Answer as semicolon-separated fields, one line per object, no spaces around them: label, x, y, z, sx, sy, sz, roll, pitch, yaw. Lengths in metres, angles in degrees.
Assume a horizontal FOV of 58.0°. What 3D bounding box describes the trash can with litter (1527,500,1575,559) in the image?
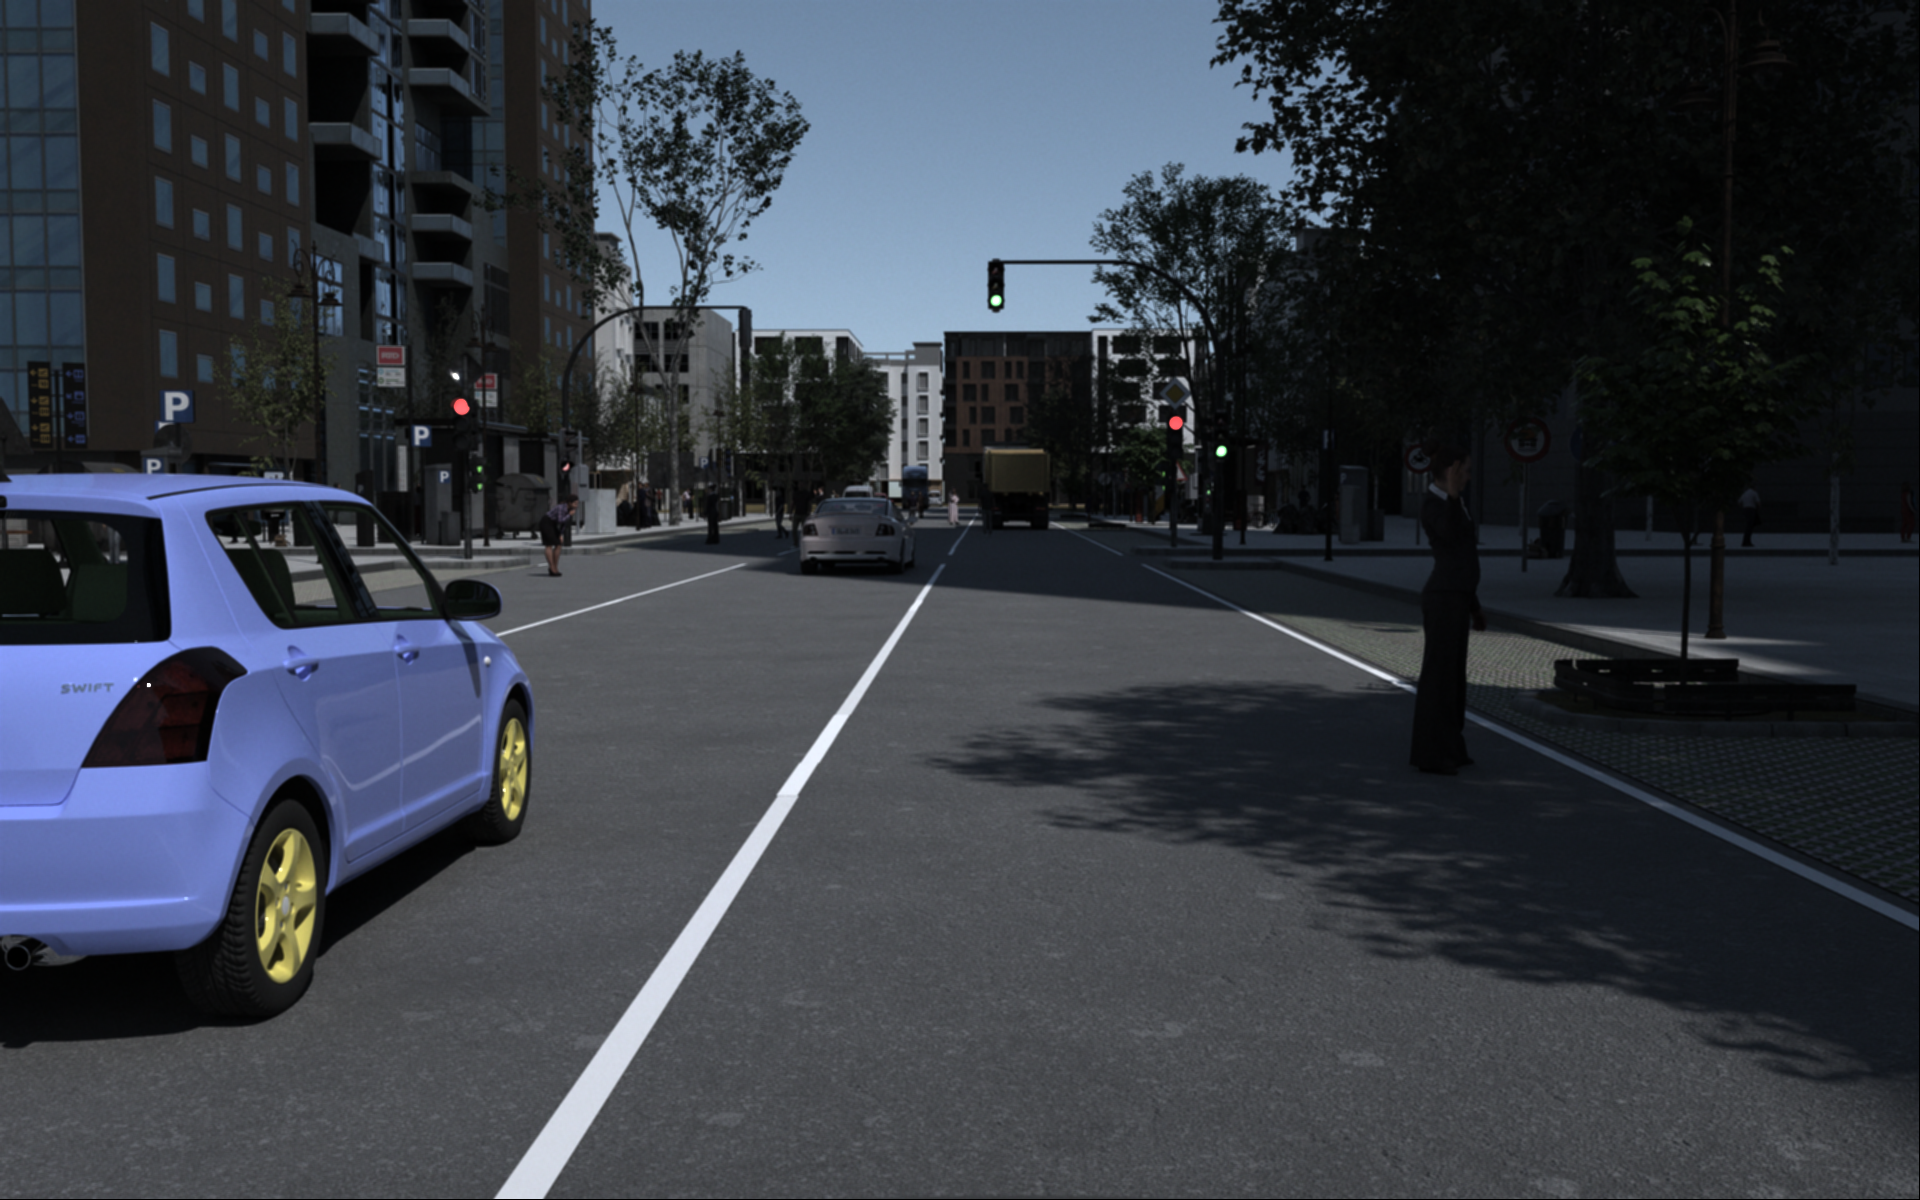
trash can with litter;11.663;-1.402;34.311;1.055;1.170;0.624;-3;5;-43

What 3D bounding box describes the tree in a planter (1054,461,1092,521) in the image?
tree in a planter;6.099;-5.910;93.857;1.991;3.239;1.994;0;4;1

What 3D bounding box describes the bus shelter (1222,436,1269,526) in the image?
bus shelter;11.621;-4.965;72.460;1.731;3.624;6.357;0;4;1

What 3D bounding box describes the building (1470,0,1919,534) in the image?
building;35.906;-31.930;64.056;28.212;58.520;21.231;0;4;1

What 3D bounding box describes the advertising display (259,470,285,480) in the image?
advertising display;-18.382;-2.515;46.341;0.123;1.923;0.974;1;4;12

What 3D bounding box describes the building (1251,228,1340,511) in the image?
building;30.775;-16.650;128.651;16.016;20.091;11.380;0;4;1

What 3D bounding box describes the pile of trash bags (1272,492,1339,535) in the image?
pile of trash bags;11.405;-2.760;54.875;1.912;1.369;3.447;-1;4;-20

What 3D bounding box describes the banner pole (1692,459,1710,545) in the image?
banner pole;18.547;-3.253;43.198;0.401;3.779;0.863;-1;4;-16

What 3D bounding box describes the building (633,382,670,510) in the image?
building;-28.590;-12.346;143.998;9.099;9.664;28.070;0;4;1

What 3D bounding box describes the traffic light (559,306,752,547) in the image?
traffic light;-7.435;-4.117;41.987;4.771;5.953;1.251;0;4;1

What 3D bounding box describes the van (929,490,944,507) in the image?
van;-2.805;-11.344;192.490;2.013;2.044;4.112;0;4;1

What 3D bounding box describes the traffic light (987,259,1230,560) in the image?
traffic light;2.918;-3.608;33.659;4.771;5.953;1.251;0;4;1

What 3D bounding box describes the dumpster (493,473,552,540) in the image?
dumpster;-12.383;-2.646;49.025;1.264;1.857;1.865;0;4;1

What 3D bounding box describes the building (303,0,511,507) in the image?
building;-35.761;-47.172;83.932;22.319;86.520;31.000;0;4;1

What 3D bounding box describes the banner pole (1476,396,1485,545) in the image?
banner pole;13.260;-3.321;44.307;0.401;3.779;0.863;1;4;15

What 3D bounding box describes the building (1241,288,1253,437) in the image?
building;31.170;-17.365;140.343;16.016;20.091;11.380;0;4;1

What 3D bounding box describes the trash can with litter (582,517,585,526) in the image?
trash can with litter;-15.426;-3.586;70.021;0.624;1.170;1.055;0;4;1

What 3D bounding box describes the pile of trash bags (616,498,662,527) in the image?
pile of trash bags;-13.269;-3.580;68.281;1.912;1.369;3.447;1;4;18

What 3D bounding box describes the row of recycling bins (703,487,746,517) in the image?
row of recycling bins;-13.511;-5.639;99.306;1.069;1.692;3.534;-3;5;-44

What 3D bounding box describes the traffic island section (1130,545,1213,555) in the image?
traffic island section;5.191;-1.198;41.861;2.009;0.180;2.903;0;4;1

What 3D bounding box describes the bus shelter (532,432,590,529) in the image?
bus shelter;-14.933;-5.040;60.033;2.179;5.291;8.768;0;4;1

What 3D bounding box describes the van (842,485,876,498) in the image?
van;-4.879;-4.656;83.137;2.013;2.044;4.112;0;4;1

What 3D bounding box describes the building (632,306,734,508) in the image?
building;-39.430;-18.658;171.519;31.486;18.905;16.747;0;4;1

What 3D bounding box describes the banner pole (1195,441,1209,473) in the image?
banner pole;11.506;-5.641;82.240;0.863;3.779;0.401;-1;4;-12

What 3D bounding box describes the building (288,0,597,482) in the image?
building;-31.313;-27.985;107.673;14.600;45.320;14.200;0;4;1

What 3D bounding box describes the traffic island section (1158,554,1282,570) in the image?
traffic island section;5.051;-0.709;33.877;2.009;0.180;2.903;0;4;1

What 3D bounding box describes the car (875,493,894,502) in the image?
car;-4.767;-5.371;96.849;2.155;1.783;4.494;0;4;0

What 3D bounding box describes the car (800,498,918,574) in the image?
car;-1.869;-1.226;32.409;2.083;1.381;4.827;0;4;3

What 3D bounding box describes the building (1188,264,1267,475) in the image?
building;37.593;-19.461;162.160;27.936;21.610;32.646;0;4;1

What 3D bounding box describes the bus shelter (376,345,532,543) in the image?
bus shelter;-14.547;-4.384;49.305;2.179;5.291;8.768;0;4;1

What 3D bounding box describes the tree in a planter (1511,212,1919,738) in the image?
tree in a planter;4.650;-0.844;11.029;1.991;3.239;1.994;0;4;1

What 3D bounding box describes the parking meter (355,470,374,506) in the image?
parking meter;-14.408;-2.215;41.923;0.399;1.863;0.255;2;4;29

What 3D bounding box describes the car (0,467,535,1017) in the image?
car;-2.674;0.217;6.049;1.945;1.707;3.694;0;3;0

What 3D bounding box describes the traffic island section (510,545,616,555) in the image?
traffic island section;-9.568;-1.214;42.124;2.009;0.180;2.903;0;4;1

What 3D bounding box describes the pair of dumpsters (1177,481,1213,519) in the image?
pair of dumpsters;11.614;-5.091;85.733;1.574;2.255;4.437;0;4;1

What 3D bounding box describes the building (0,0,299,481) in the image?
building;-33.293;-25.218;62.432;14.600;45.320;14.200;0;4;1

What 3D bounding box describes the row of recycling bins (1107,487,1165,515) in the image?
row of recycling bins;10.688;-6.006;105.306;3.534;1.692;1.069;0;4;-7

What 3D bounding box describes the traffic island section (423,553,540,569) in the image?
traffic island section;-9.708;-0.725;34.140;2.009;0.180;2.903;0;4;1

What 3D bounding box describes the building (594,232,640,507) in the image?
building;-31.713;-16.332;123.441;16.016;20.091;11.380;0;4;1

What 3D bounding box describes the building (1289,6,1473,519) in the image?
building;33.087;-48.076;98.719;22.319;86.520;31.000;0;4;1

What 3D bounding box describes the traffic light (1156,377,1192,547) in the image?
traffic light;5.151;-3.231;41.748;0.839;4.253;0.868;0;4;1

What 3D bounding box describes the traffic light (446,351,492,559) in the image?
traffic light;-9.669;-2.757;34.005;0.839;4.253;0.868;0;4;1

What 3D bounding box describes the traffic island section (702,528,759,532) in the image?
traffic island section;-8.813;-2.685;66.765;1.991;0.108;1.994;0;4;1

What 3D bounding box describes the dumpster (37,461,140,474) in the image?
dumpster;-15.743;-1.569;31.417;1.264;1.857;1.865;0;4;1

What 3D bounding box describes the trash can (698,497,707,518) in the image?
trash can;-13.680;-4.958;92.714;0.748;1.137;0.748;0;3;0

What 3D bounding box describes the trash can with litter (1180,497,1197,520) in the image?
trash can with litter;10.777;-4.245;80.799;1.055;1.170;0.624;1;4;9
